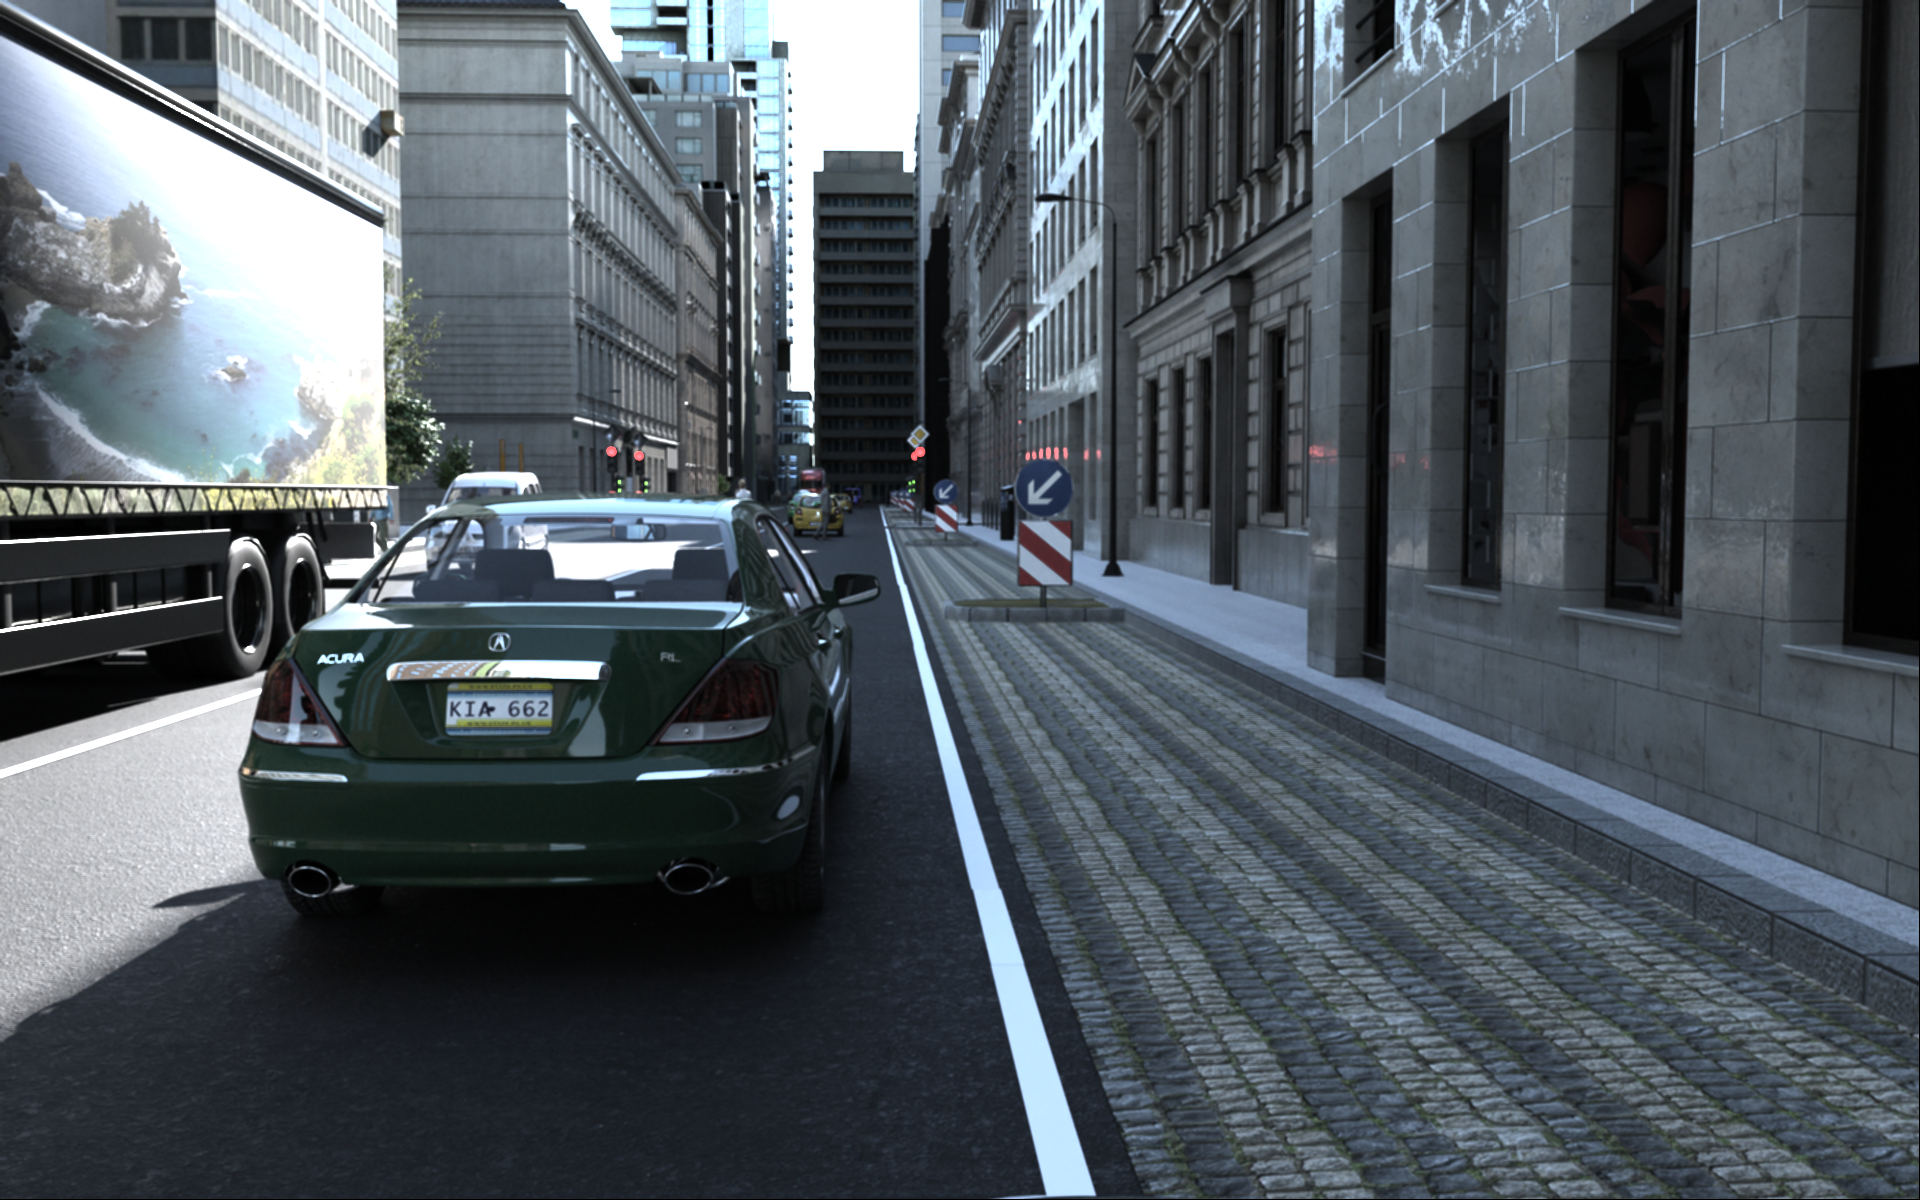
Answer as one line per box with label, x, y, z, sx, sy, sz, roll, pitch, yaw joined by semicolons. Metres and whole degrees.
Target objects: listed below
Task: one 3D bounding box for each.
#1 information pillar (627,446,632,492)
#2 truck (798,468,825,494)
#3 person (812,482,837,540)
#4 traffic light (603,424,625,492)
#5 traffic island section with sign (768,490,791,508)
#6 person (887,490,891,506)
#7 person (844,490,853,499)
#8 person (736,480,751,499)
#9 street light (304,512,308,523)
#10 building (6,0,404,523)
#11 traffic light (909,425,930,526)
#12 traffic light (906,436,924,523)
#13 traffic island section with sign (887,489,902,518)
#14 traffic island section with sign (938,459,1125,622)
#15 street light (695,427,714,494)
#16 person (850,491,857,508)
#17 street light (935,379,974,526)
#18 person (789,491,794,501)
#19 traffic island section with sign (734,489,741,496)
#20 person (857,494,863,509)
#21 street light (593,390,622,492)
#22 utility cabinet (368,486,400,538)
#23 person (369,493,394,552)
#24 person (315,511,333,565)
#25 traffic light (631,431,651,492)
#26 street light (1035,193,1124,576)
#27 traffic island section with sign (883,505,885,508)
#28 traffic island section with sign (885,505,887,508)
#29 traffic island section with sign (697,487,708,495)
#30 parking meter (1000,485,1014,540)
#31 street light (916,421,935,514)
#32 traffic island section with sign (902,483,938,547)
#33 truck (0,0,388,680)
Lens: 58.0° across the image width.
information pillar;-16.292;-5.751;85.386;0.183;3.616;0.504;1;4;11
truck;-15.942;-12.162;187.754;2.839;4.237;11.283;0;4;-3
person;-4.174;-2.773;53.954;0.853;1.813;0.709;-2;4;-25
traffic light;-13.879;-4.920;69.358;0.839;4.253;0.868;0;4;-3
traffic island section with sign;-18.855;-10.437;179.264;1.989;1.847;2.006;0;4;-3
person;-7.630;-10.813;185.312;0.705;1.821;1.348;-1;4;-18
person;-10.559;-9.308;160.651;1.348;1.831;0.705;1;4;8
person;-5.542;-2.185;44.449;0.478;1.798;0.641;-2;4;-25
street light;-13.844;-4.005;38.017;1.470;5.913;1.316;0;4;-3
building;-30.356;-22.007;51.704;23.993;40.220;32.217;0;4;-3
traffic light;-1.633;-4.956;69.958;0.839;4.253;0.868;0;4;-3
traffic light;-2.015;-5.444;77.934;0.839;4.253;0.868;0;4;-3
traffic island section with sign;-3.148;-5.749;102.621;1.989;1.847;2.006;0;4;-3
traffic island section with sign;0.802;-0.706;20.170;1.989;1.847;2.006;0;4;-3
street light;-17.746;-9.022;120.049;1.470;5.913;1.316;0;4;-3
person;-11.121;-10.385;178.820;1.217;1.766;0.721;-1;4;-14
street light;-0.155;-5.951;69.834;1.470;5.913;1.316;0;4;-3
person;-18.754;-11.255;193.230;0.721;1.736;1.217;2;4;25
traffic island section with sign;-16.467;-7.380;129.283;1.989;1.847;2.006;0;4;-3
person;-9.753;-9.670;169.833;0.421;1.427;0.697;-3;4;-38
street light;-15.740;-6.398;77.154;1.470;5.913;1.316;0;4;-3
utility cabinet;-16.499;-2.503;49.605;0.318;1.500;1.173;1;4;13
person;-12.160;-1.688;36.445;0.444;1.785;0.601;-3;5;-42
person;-12.972;-1.640;35.119;0.447;1.846;0.655;0;4;-3
traffic light;-14.261;-5.408;77.334;0.839;4.253;0.868;0;4;-3
street light;1.854;-3.327;26.945;1.470;5.913;1.316;0;4;-3
traffic island section with sign;-6.839;-10.463;179.689;1.989;1.847;2.006;0;4;-3
traffic island section with sign;-4.447;-7.406;129.721;1.989;1.847;2.006;0;4;-3
traffic island section with sign;-15.166;-5.728;102.278;1.989;1.847;2.006;0;4;-3
parking meter;1.313;-2.433;48.183;0.372;1.533;0.369;0;3;0
street light;-2.129;-8.427;110.320;1.470;5.913;1.316;0;4;-3
traffic island section with sign;-0.520;-2.394;47.764;1.989;1.847;2.006;0;4;-3
truck;-6.622;-1.370;11.316;2.839;4.237;11.283;0;4;-2
